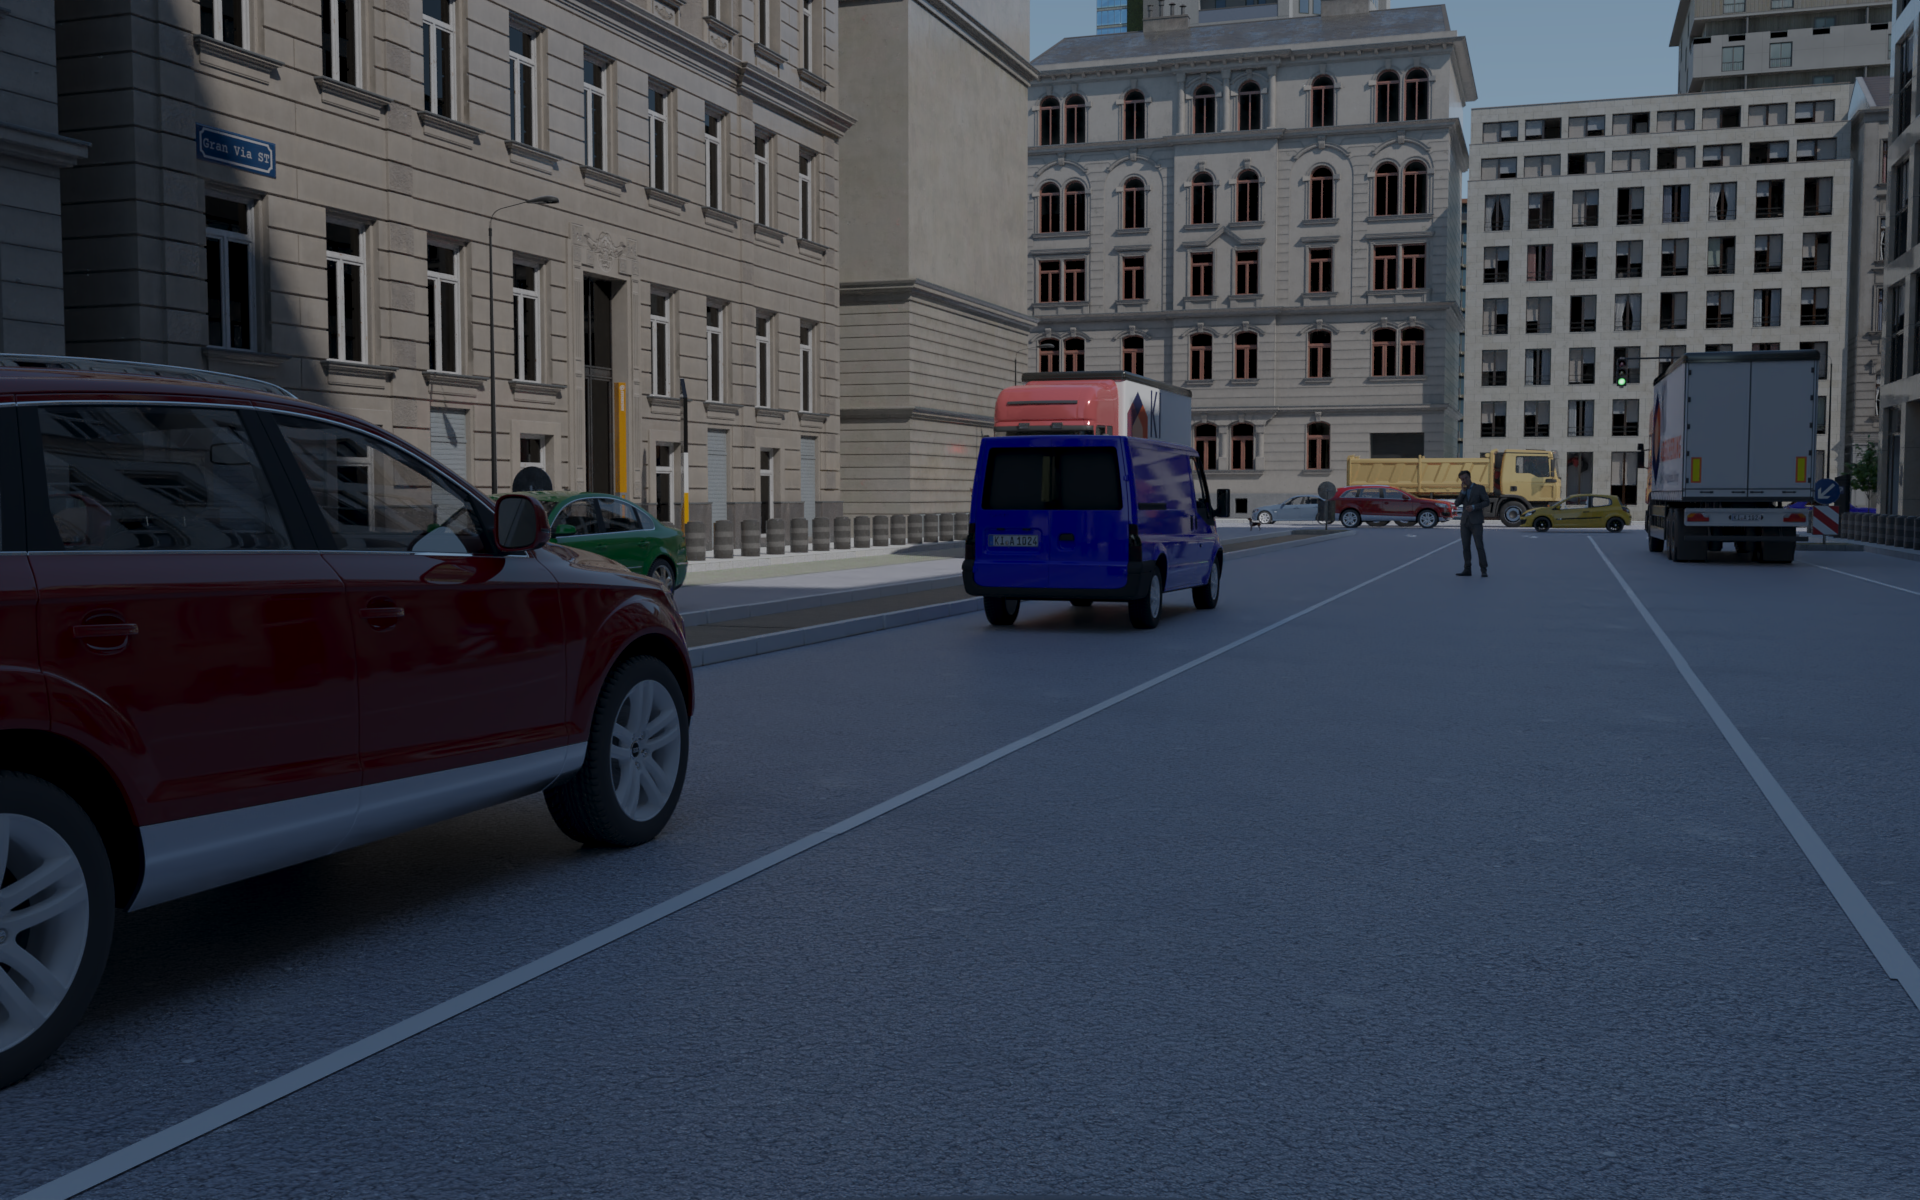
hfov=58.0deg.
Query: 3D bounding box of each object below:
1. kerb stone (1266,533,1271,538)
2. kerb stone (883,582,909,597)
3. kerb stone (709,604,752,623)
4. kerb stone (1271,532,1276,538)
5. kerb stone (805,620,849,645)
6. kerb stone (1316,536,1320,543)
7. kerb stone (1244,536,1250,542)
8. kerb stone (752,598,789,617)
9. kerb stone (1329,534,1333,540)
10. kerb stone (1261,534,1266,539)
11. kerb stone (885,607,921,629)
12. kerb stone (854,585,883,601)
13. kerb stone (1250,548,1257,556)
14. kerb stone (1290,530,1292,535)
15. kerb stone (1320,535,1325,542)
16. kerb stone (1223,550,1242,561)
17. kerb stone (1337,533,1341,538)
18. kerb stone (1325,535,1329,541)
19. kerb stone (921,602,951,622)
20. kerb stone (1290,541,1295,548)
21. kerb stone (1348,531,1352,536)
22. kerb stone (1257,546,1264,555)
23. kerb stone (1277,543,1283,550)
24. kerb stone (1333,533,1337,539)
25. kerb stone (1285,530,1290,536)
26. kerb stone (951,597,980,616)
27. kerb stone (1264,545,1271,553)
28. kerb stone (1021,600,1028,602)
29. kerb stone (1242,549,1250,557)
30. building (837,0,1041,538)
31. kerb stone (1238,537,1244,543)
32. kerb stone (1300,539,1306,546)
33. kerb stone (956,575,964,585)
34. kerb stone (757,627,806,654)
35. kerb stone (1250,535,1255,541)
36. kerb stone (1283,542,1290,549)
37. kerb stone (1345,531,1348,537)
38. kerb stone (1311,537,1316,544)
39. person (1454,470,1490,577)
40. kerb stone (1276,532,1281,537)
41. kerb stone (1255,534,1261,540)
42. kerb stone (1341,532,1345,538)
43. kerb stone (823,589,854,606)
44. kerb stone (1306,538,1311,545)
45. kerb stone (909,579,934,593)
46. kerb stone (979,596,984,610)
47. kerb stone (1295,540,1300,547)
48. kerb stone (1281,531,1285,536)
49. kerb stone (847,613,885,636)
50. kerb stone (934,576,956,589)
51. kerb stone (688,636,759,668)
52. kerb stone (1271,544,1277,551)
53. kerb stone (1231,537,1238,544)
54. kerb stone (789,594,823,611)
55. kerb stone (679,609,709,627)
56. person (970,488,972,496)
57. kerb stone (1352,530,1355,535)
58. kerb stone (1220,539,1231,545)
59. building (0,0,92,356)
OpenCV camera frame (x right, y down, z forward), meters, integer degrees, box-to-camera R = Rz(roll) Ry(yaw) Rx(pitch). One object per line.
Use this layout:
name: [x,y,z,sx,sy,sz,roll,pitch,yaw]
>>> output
kerb stone: [9.764,-2.039,55.533,0.120,0.150,1.000,1,4,19]
kerb stone: [-0.986,-0.136,24.420,0.120,0.150,1.000,1,4,19]
kerb stone: [-2.652,0.162,19.549,0.120,0.150,1.000,1,4,19]
kerb stone: [10.088,-2.099,56.516,0.120,0.150,1.000,1,4,19]
kerb stone: [-1.360,0.325,16.884,0.120,0.150,1.000,1,4,19]
kerb stone: [10.386,-1.756,50.913,0.120,0.150,1.000,1,4,19]
kerb stone: [8.414,-1.800,51.633,0.120,0.150,1.000,1,4,19]
kerb stone: [-2.317,0.107,20.524,0.120,0.150,1.000,1,4,19]
kerb stone: [11.390,-1.935,53.832,0.120,0.150,1.000,1,4,19]
kerb stone: [9.427,-1.974,54.565,0.120,0.150,1.000,1,4,19]
kerb stone: [-0.684,0.205,18.840,0.120,0.150,1.000,1,4,19]
kerb stone: [-1.318,-0.076,23.448,0.120,0.150,1.000,1,4,19]
kerb stone: [6.697,-1.102,40.209,0.120,0.150,1.000,1,4,19]
kerb stone: [11.439,-2.336,60.405,0.120,0.150,1.000,1,4,19]
kerb stone: [10.719,-1.816,51.883,0.120,0.150,1.000,1,4,19]
kerb stone: [6.024,-0.983,38.271,0.120,0.150,1.000,1,4,19]
kerb stone: [12.065,-2.053,55.780,0.120,0.150,1.000,1,4,19]
kerb stone: [11.054,-1.875,52.854,0.120,0.150,1.000,1,4,19]
kerb stone: [-0.350,0.146,19.809,0.120,0.150,1.000,1,4,19]
kerb stone: [8.710,-1.460,46.062,0.120,0.150,1.000,1,4,19]
kerb stone: [13.067,-2.232,58.693,0.120,0.150,1.000,1,4,19]
kerb stone: [7.035,-1.159,41.182,0.120,0.150,1.000,1,4,19]
kerb stone: [8.036,-1.340,44.106,0.120,0.150,1.000,1,4,19]
kerb stone: [11.731,-1.994,54.799,0.120,0.150,1.000,1,4,19]
kerb stone: [11.105,-2.277,59.430,0.120,0.150,1.000,1,4,19]
kerb stone: [-0.011,0.089,20.783,0.120,0.150,1.000,1,4,19]
kerb stone: [7.367,-1.221,42.158,0.120,0.150,1.000,1,4,19]
kerb stone: [0.989,-0.093,23.711,0.120,0.150,1.000,1,4,19]
kerb stone: [6.359,-1.042,39.240,0.120,0.150,1.000,1,4,19]
building: [-15.200,-14.807,61.179,34.723,24.649,14.460,1,4,19]
kerb stone: [8.082,-1.741,50.659,0.120,0.150,1.000,1,4,19]
kerb stone: [9.384,-1.579,48.005,0.120,0.150,1.000,1,4,19]
kerb stone: [0.018,-0.315,27.340,0.120,0.150,1.000,1,4,19]
kerb stone: [-1.698,0.384,15.916,0.120,0.150,1.000,1,4,19]
kerb stone: [8.756,-1.860,52.613,0.120,0.150,1.000,1,4,19]
kerb stone: [8.381,-1.400,45.086,0.120,0.150,1.000,1,4,19]
kerb stone: [12.740,-2.173,57.721,0.120,0.150,1.000,1,4,19]
kerb stone: [10.052,-1.691,49.944,0.120,0.150,1.000,1,4,19]
person: [8.887,-1.332,30.087,0.447,1.846,0.655,-3,5,-44]
kerb stone: [10.434,-2.158,57.483,0.120,0.150,1.000,1,4,19]
kerb stone: [9.087,-1.920,53.588,0.120,0.150,1.000,1,4,19]
kerb stone: [12.405,-2.113,56.747,0.120,0.150,1.000,1,4,19]
kerb stone: [-1.653,-0.017,22.476,0.120,0.150,1.000,1,4,19]
kerb stone: [9.717,-1.632,48.975,0.120,0.150,1.000,1,4,19]
kerb stone: [-0.649,-0.195,25.391,0.120,0.150,1.000,1,4,19]
kerb stone: [0.325,0.027,21.756,0.120,0.150,1.000,1,4,19]
kerb stone: [9.044,-1.519,47.035,0.120,0.150,1.000,1,4,19]
kerb stone: [10.766,-2.218,58.463,0.120,0.150,1.000,1,4,19]
kerb stone: [-1.037,0.265,17.857,0.120,0.150,1.000,1,4,19]
kerb stone: [-0.313,-0.251,26.360,0.120,0.150,1.000,1,4,19]
kerb stone: [-2.031,0.445,14.946,0.120,0.150,1.000,1,4,19]
kerb stone: [7.693,-1.280,43.135,0.120,0.150,1.000,1,4,19]
kerb stone: [7.743,-1.678,49.691,0.120,0.150,1.000,1,4,19]
kerb stone: [-1.987,0.042,21.506,0.120,0.150,1.000,1,4,19]
kerb stone: [-3.002,0.226,18.563,0.120,0.150,1.000,1,4,19]
person: [0.602,-1.961,41.365,0.742,1.727,0.445,-3,5,-43]
kerb stone: [13.410,-2.291,59.661,0.120,0.150,1.000,1,4,19]
kerb stone: [7.405,-1.622,48.712,0.120,0.150,1.000,1,4,19]
building: [-20.843,-13.806,13.117,14.401,28.519,23.554,1,4,19]
